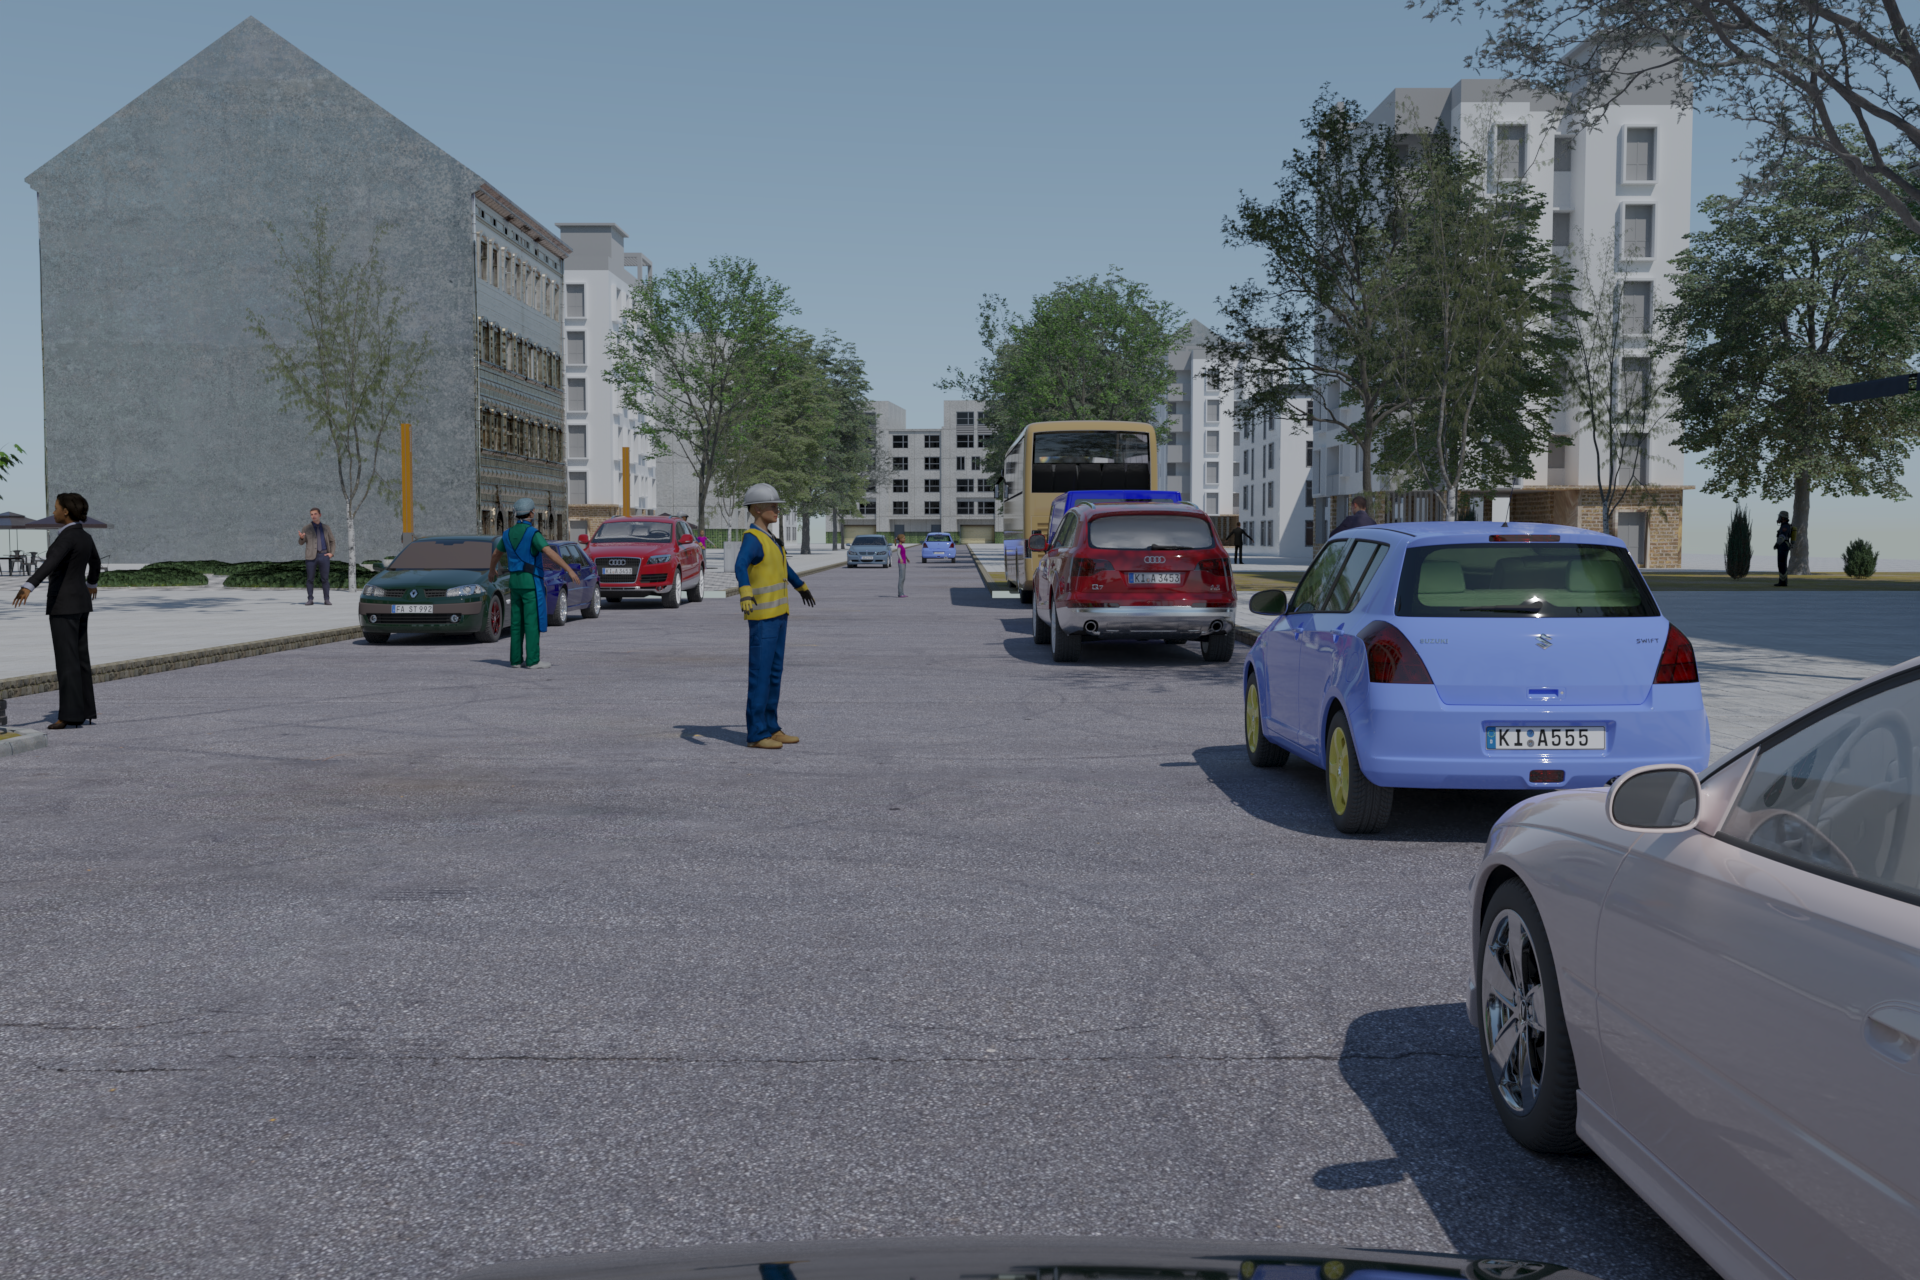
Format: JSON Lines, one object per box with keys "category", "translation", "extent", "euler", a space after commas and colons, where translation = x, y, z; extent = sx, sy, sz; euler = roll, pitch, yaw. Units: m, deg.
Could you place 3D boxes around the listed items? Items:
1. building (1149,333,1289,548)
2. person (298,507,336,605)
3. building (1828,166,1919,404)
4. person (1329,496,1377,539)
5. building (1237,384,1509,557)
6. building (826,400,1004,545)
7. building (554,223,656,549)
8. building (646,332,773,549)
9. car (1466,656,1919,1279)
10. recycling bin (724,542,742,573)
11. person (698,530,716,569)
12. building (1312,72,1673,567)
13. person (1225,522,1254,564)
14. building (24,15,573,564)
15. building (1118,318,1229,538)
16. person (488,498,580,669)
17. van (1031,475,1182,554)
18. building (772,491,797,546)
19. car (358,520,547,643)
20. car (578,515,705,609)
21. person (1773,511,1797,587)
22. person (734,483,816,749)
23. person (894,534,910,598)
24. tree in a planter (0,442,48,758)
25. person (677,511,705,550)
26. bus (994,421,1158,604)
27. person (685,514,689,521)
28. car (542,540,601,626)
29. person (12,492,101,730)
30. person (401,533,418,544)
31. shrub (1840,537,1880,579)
{"category": "building", "translation": [23.856, -19.233, 170.878], "extent": [16.016, 20.090, 11.380], "euler": [0, 4, 0]}
{"category": "person", "translation": [-11.516, -1.495, 31.015], "extent": [0.617, 1.759, 0.750], "euler": [-1, 4, -17]}
{"category": "building", "translation": [25.079, -17.298, 28.942], "extent": [12.429, 33.558, 17.177], "euler": [0, 4, 0]}
{"category": "person", "translation": [4.961, -0.958, 22.160], "extent": [0.683, 1.767, 0.568], "euler": [-2, 4, -24]}
{"category": "building", "translation": [22.352, -9.473, 97.037], "extent": [9.099, 9.664, 28.070], "euler": [0, 4, 0]}
{"category": "building", "translation": [-1.236, -22.417, 235.427], "extent": [31.486, 18.905, 16.747], "euler": [0, 4, 6]}
{"category": "building", "translation": [-25.943, -15.303, 106.622], "extent": [16.016, 20.090, 11.380], "euler": [0, 4, 0]}
{"category": "building", "translation": [-28.182, -18.418, 167.594], "extent": [16.747, 18.905, 31.486], "euler": [0, 4, 0]}
{"category": "car", "translation": [2.207, 0.597, 2.599], "extent": [2.083, 1.381, 4.827], "euler": [0, 4, 0]}
{"category": "recycling bin", "translation": [-7.486, -2.771, 57.861], "extent": [0.722, 1.027, 0.722], "euler": [0, 4, 1]}
{"category": "person", "translation": [-9.338, -3.275, 62.810], "extent": [0.991, 1.433, 0.599], "euler": [-1, 4, -17]}
{"category": "building", "translation": [21.112, -13.509, 77.299], "extent": [16.016, 20.090, 11.380], "euler": [0, 4, 0]}
{"category": "person", "translation": [11.853, -4.122, 73.612], "extent": [1.346, 1.802, 0.704], "euler": [2, 4, 33]}
{"category": "building", "translation": [-30.147, -15.419, 83.037], "extent": [19.493, 23.208, 18.063], "euler": [0, 4, -1]}
{"category": "building", "translation": [23.794, -21.717, 185.997], "extent": [19.493, 23.208, 18.063], "euler": [0, 4, 0]}
{"category": "person", "translation": [-4.614, -0.607, 18.507], "extent": [1.347, 1.817, 0.704], "euler": [2, 4, 33]}
{"category": "van", "translation": [2.279, -1.355, 26.543], "extent": [2.240, 2.365, 5.245], "euler": [0, 3, 0]}
{"category": "building", "translation": [-23.240, -15.782, 200.179], "extent": [9.099, 9.664, 28.070], "euler": [0, 4, 0]}
{"category": "car", "translation": [-6.970, -0.873, 24.053], "extent": [2.009, 1.686, 4.222], "euler": [0, 3, 0]}
{"category": "car", "translation": [-6.433, -1.610, 35.004], "extent": [2.281, 1.827, 5.304], "euler": [0, 4, 0]}
{"category": "person", "translation": [20.111, -2.239, 42.385], "extent": [0.705, 1.856, 1.354], "euler": [2, 4, 31]}
{"category": "person", "translation": [-1.236, -0.168, 11.675], "extent": [0.721, 1.772, 1.216], "euler": [1, 4, 15]}
{"category": "person", "translation": [-1.256, -1.675, 39.116], "extent": [0.599, 1.433, 0.991], "euler": [0, 4, 8]}
{"category": "tree in a planter", "translation": [-7.133, -0.847, 11.078], "extent": [1.991, 3.239, 1.994], "euler": [0, 4, 0]}
{"category": "person", "translation": [-6.589, -2.149, 41.103], "extent": [1.349, 1.833, 0.705], "euler": [3, 4, 38]}
{"category": "bus", "translation": [2.386, -2.873, 38.520], "extent": [2.896, 3.916, 12.252], "euler": [0, 4, -1]}
{"category": "person", "translation": [-7.107, -2.351, 44.372], "extent": [0.705, 1.837, 1.347], "euler": [-1, 4, -11]}
{"category": "car", "translation": [-7.018, -0.952, 28.141], "extent": [1.945, 1.354, 3.894], "euler": [0, 4, 0]}
{"category": "person", "translation": [-6.656, -0.222, 12.811], "extent": [0.721, 1.740, 1.216], "euler": [0, 4, -4]}
{"category": "person", "translation": [-22.225, -3.904, 69.957], "extent": [1.348, 1.813, 0.705], "euler": [3, 5, 40]}
{"category": "shrub", "translation": [25.740, -2.350, 49.541], "extent": [1.383, 1.207, 1.383], "euler": [0, 3, 0]}
